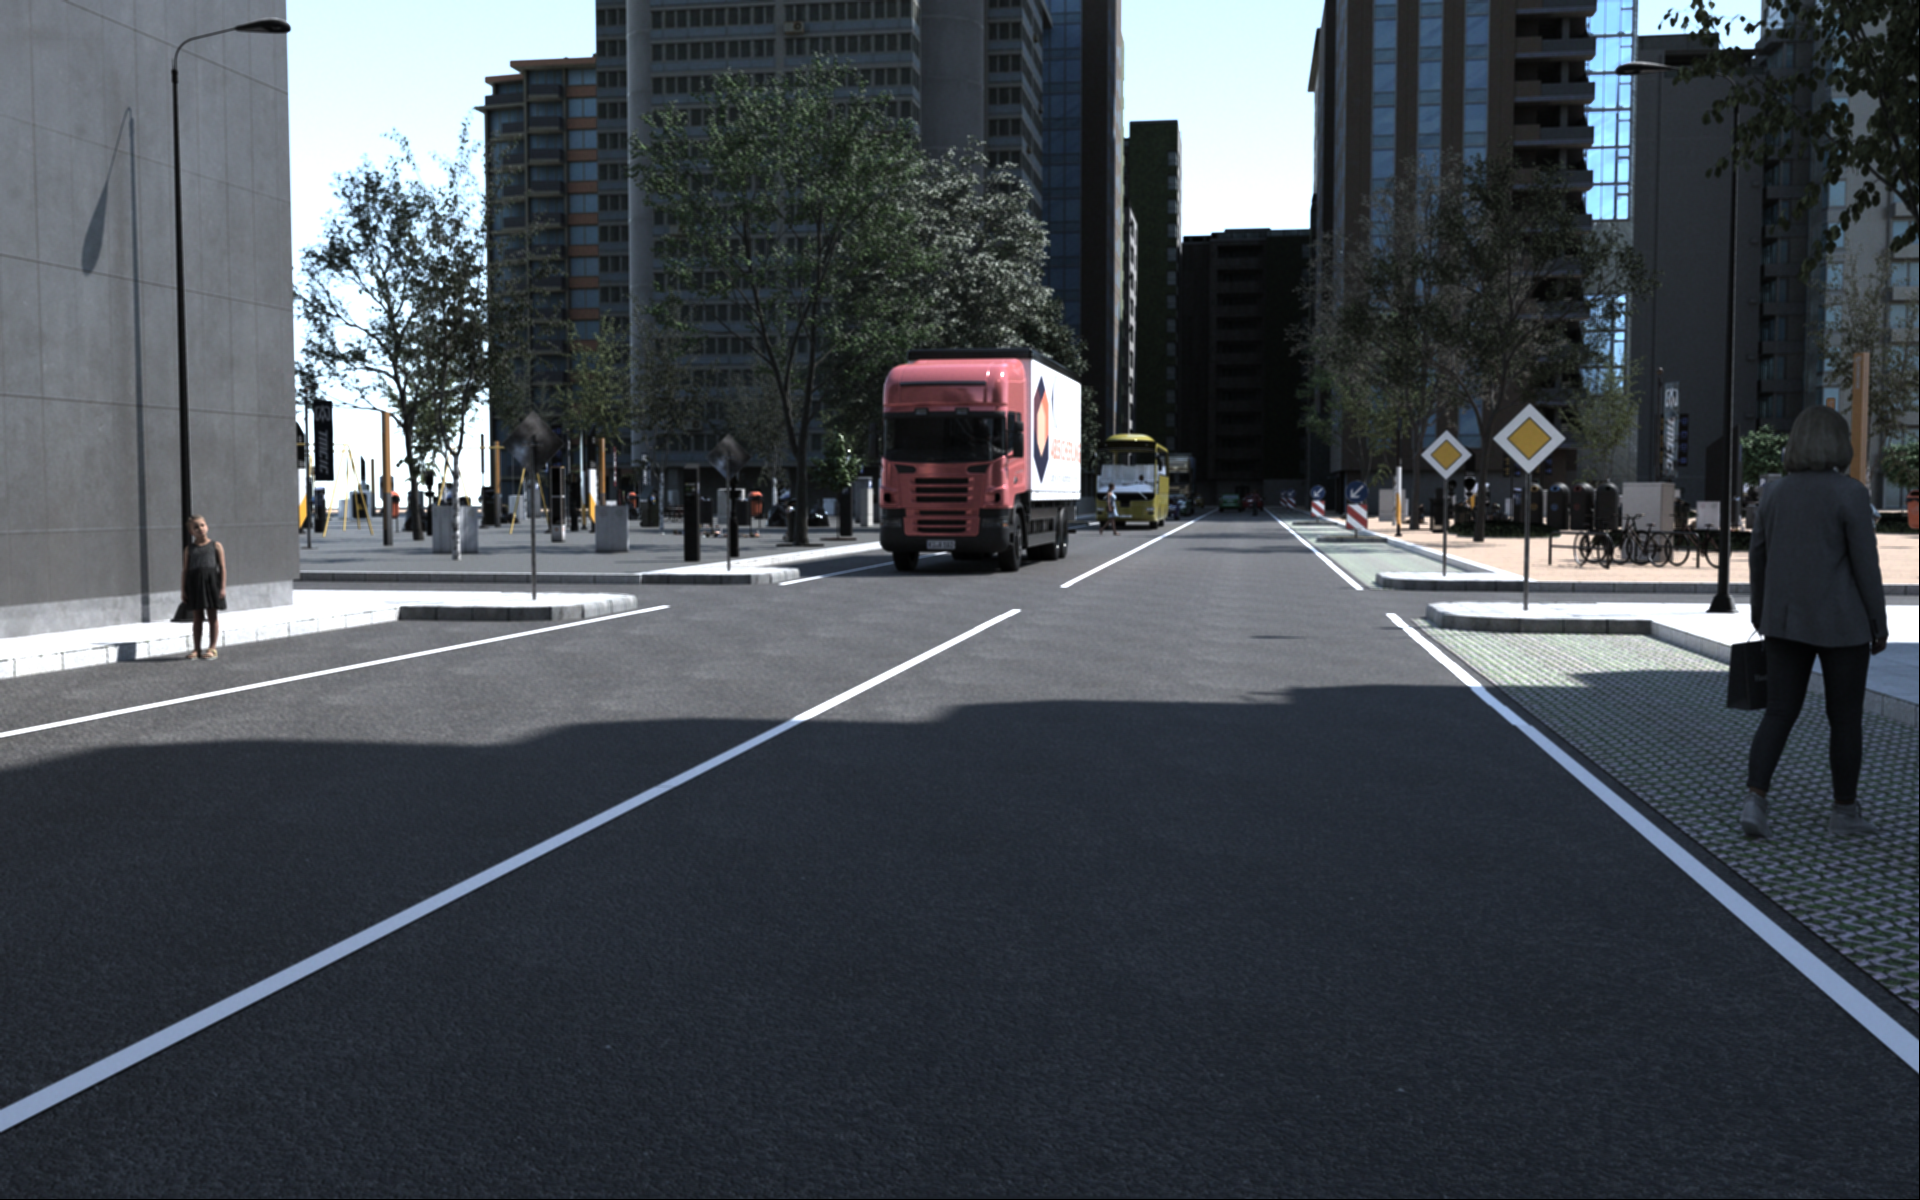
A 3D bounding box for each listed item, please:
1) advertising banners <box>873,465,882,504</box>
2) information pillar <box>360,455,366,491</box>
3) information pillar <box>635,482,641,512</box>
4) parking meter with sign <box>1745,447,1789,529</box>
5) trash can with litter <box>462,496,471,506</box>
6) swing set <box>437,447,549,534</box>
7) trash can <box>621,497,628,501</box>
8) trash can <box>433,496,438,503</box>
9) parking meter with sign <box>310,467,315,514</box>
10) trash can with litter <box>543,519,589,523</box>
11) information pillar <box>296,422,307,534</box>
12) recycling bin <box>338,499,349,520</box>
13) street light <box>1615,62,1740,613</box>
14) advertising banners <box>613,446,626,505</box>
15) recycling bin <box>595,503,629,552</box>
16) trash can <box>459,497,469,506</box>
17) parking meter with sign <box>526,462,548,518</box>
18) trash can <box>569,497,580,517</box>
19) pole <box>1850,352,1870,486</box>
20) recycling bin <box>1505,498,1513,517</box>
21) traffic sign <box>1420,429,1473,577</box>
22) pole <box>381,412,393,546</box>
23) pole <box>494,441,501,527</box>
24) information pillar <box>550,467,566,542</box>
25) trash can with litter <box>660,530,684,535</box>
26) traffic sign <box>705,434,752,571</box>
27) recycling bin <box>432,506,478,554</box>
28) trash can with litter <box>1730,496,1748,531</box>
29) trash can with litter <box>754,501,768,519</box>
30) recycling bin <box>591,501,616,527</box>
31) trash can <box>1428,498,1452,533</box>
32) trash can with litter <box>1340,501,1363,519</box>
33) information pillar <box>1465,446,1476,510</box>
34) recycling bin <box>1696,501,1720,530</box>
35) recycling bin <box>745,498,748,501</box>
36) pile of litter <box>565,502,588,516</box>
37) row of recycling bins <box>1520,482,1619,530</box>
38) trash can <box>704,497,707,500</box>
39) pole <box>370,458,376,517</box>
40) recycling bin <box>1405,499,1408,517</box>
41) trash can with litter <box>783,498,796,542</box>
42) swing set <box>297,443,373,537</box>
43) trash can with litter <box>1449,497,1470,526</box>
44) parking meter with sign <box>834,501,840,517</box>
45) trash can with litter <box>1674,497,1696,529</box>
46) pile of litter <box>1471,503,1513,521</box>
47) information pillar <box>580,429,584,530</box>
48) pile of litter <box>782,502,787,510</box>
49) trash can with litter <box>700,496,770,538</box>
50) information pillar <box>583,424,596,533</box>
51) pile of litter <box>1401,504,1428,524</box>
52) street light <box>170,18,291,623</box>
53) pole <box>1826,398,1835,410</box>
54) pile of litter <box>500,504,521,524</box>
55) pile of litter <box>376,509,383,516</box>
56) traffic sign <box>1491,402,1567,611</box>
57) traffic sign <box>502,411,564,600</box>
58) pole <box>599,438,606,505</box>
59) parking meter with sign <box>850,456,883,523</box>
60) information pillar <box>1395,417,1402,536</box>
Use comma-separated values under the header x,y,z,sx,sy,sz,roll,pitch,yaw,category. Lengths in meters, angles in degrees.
x,y,z,sx,sy,sz,roll,pitch,yaw,category
-5.196,-6.572,103.642,2.074,3.025,0.090,3,5,42,advertising banners
-35.582,-6.845,103.262,0.183,3.616,0.504,1,4,9,information pillar
-18.976,-5.969,102.085,0.304,2.012,0.304,1,4,11,information pillar
30.007,-4.157,64.227,1.738,3.016,0.543,-1,4,-18,parking meter with sign
-25.968,-4.805,89.621,2.233,1.210,1.678,-2,4,-34,trash can with litter
-15.655,-3.662,57.489,3.119,2.851,2.862,1,4,14,swing set
-19.932,-5.561,102.582,0.748,1.137,0.748,0,3,0,trash can
-32.542,-5.890,107.953,0.748,1.137,0.748,0,3,0,trash can
-41.646,-6.952,109.930,1.738,3.016,0.543,2,4,32,parking meter with sign
-17.823,-4.113,78.298,2.233,1.210,1.678,1,4,15,trash can with litter
-21.375,-3.964,56.174,0.183,3.616,0.504,0,4,6,information pillar
-30.829,-4.562,87.146,0.722,1.027,0.722,-3,4,-36,recycling bin
7.750,-2.824,18.720,1.470,5.913,1.316,1,4,9,street light
-12.633,-4.160,64.209,0.090,3.025,2.074,0,4,0,advertising banners
-7.733,-1.585,38.462,0.722,1.027,0.722,-1,4,-12,recycling bin
-25.135,-4.640,87.515,0.748,1.137,0.748,0,3,0,trash can
-23.091,-5.968,93.842,1.738,3.016,0.543,3,4,36,parking meter with sign
-21.889,-5.297,98.263,0.748,1.137,0.748,0,3,0,trash can
13.006,-1.911,25.080,0.158,3.312,0.155,0,3,0,pole
31.625,-5.280,98.883,0.722,1.027,0.722,-3,4,-39,recycling bin
7.536,-1.422,26.898,0.795,2.450,0.064,1,4,9,traffic sign
-14.290,-3.017,43.176,0.158,3.312,0.155,0,3,0,pole
-17.797,-4.450,66.595,0.158,3.312,0.155,0,3,0,pole
-10.751,-2.558,46.319,0.304,2.012,0.304,0,4,5,information pillar
-8.424,-2.690,55.035,2.233,1.210,1.678,1,4,17,trash can with litter
-3.850,-1.539,28.800,0.795,2.450,0.064,1,4,9,traffic sign
-10.975,-1.535,37.646,0.722,1.027,0.722,3,5,39,recycling bin
25.964,-2.845,57.575,1.678,1.210,2.233,2,4,35,trash can with litter
-10.092,-4.734,88.785,1.055,1.170,0.624,1,4,12,trash can with litter
-13.768,-3.328,66.969,0.722,1.027,0.722,2,4,25,recycling bin
15.904,-2.799,57.423,0.748,1.137,0.748,0,3,0,trash can
19.778,-4.661,87.600,1.055,1.170,0.624,0,4,-7,trash can with litter
24.764,-5.676,84.161,0.504,3.616,0.183,0,4,2,information pillar
26.151,-2.937,60.572,0.722,1.027,0.722,1,4,20,recycling bin
-12.819,-5.619,104.429,0.722,1.027,0.722,0,4,3,recycling bin
-22.753,-5.393,102.134,1.719,0.858,1.176,0,4,-5,pile of litter
21.896,-3.373,62.259,3.534,1.692,1.069,3,5,39,row of recycling bins
-14.028,-5.020,93.729,0.748,1.137,0.748,0,3,0,trash can
-33.551,-6.431,98.989,0.158,3.312,0.155,0,3,0,pole
24.346,-5.098,95.906,0.722,1.027,0.722,-1,4,-9,recycling bin
-4.473,-2.118,46.013,0.624,1.170,1.055,-2,4,-24,trash can with litter
-20.141,-3.426,53.634,3.119,2.851,2.862,1,4,11,swing set
17.920,-3.144,62.795,1.055,1.170,0.624,1,4,14,trash can with litter
-6.351,-6.298,99.235,1.738,3.016,0.543,-2,4,-24,parking meter with sign
26.835,-3.214,63.928,1.055,1.170,0.624,0,4,-4,trash can with litter
25.347,-4.148,81.792,1.176,0.858,1.719,-3,5,-45,pile of litter
-13.624,-4.357,62.587,0.183,3.616,0.504,-1,4,-22,information pillar
-9.580,-4.830,92.941,1.176,0.858,1.719,3,4,38,pile of litter
-6.847,-2.476,51.532,2.233,1.210,1.678,0,4,3,trash can with litter
-12.201,-4.042,57.445,0.183,3.616,0.504,1,4,13,information pillar
19.591,-3.714,74.684,1.176,0.858,1.719,1,4,19,pile of litter
-7.222,-2.729,17.163,1.470,5.913,1.316,1,4,9,street light
18.529,-2.637,36.951,0.158,3.312,0.155,0,3,0,pole
-19.997,-3.764,75.512,1.719,0.858,1.176,-1,4,-15,pile of litter
-33.526,-5.308,100.754,1.176,0.858,1.719,-3,5,-44,pile of litter
6.230,-0.941,19.020,0.795,2.450,0.064,1,4,9,traffic sign
-5.156,-1.057,20.922,0.795,2.450,0.064,1,4,9,traffic sign
-13.016,-4.231,63.024,0.158,3.312,0.155,0,3,0,pole
-4.251,-4.900,76.373,1.738,3.016,0.543,2,4,24,parking meter with sign
13.287,-3.735,52.417,0.183,3.616,0.504,1,4,22,information pillar
